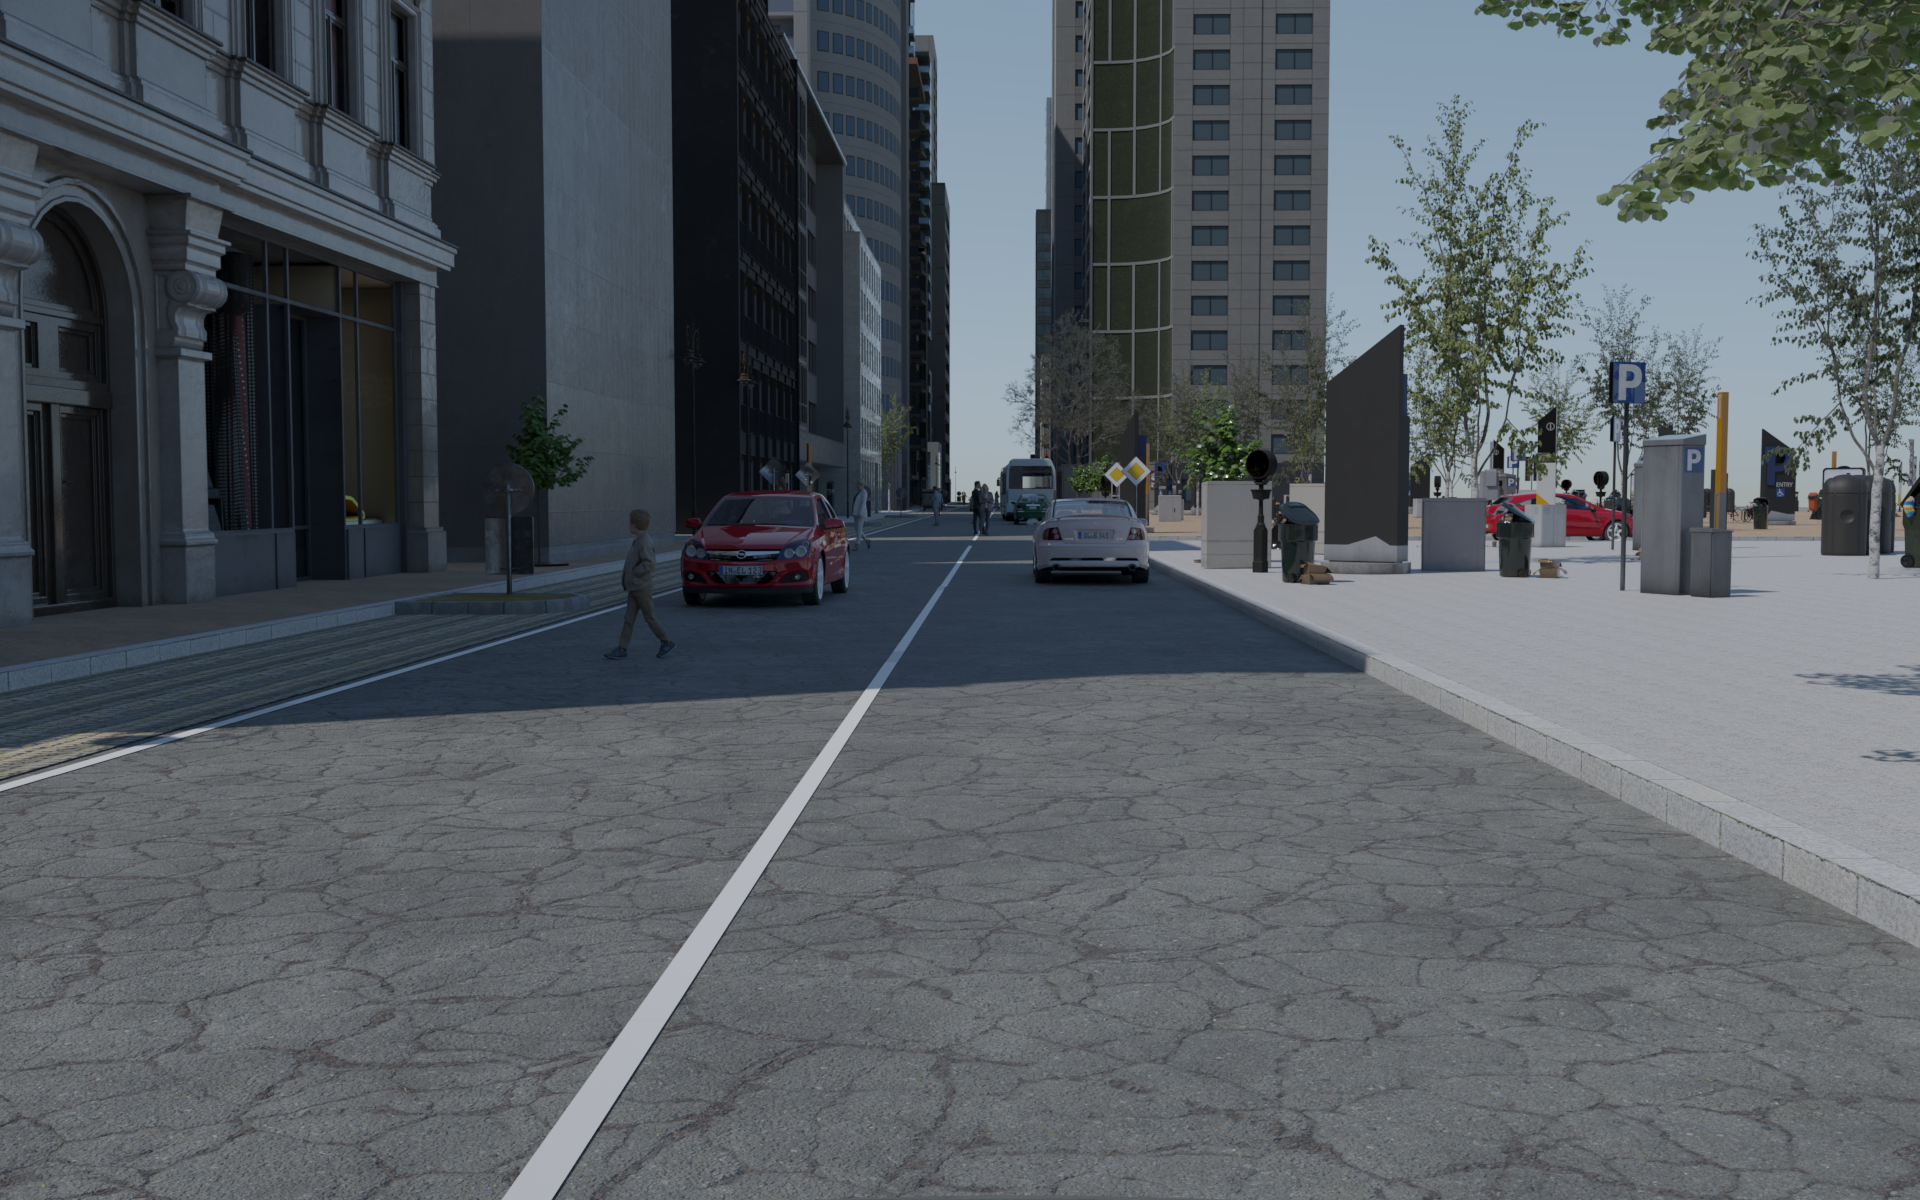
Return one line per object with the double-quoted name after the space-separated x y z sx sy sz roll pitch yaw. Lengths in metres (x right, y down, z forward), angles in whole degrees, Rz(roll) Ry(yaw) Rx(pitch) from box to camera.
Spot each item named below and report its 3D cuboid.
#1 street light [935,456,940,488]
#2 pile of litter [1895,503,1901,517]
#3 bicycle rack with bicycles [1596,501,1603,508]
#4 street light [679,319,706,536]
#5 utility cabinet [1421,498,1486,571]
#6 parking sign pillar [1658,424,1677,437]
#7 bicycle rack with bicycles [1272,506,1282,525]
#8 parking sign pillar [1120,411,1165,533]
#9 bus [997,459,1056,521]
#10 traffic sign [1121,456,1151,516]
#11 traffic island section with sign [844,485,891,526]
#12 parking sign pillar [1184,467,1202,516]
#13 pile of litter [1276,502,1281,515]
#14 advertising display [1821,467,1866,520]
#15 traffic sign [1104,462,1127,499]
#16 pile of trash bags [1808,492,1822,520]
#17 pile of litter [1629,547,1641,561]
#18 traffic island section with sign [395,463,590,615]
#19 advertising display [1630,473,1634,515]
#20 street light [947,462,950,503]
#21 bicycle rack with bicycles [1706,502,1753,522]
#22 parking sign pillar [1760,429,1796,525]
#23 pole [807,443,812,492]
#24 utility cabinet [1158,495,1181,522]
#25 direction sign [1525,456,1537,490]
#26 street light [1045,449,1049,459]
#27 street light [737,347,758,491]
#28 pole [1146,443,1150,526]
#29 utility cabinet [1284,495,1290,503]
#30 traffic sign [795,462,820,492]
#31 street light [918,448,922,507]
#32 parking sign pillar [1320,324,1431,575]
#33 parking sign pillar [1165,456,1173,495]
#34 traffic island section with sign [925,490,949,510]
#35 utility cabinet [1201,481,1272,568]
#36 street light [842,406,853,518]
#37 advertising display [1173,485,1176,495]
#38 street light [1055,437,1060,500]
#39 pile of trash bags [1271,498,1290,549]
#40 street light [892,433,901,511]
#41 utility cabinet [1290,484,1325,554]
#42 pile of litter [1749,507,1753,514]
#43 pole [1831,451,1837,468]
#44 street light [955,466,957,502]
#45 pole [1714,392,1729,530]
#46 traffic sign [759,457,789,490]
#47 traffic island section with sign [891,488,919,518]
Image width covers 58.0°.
-2.670 -14.780 214.445 0.468 5.910 1.993 0 4 1 "street light"
51.926 -5.066 96.792 1.176 0.858 1.719 0 4 -1 "pile of litter"
46.017 -6.883 125.925 2.852 0.926 2.925 2 4 26 "bicycle rack with bicycles"
-7.050 -4.467 45.815 0.468 5.910 1.993 0 4 1 "street light"
8.228 -1.085 28.895 1.020 1.237 0.306 1 4 12 "utility cabinet"
27.765 -4.866 68.025 1.447 3.967 1.447 0 4 0 "parking sign pillar"
12.244 -3.591 72.093 2.925 0.926 2.852 0 4 6 "bicycle rack with bicycles"
5.709 -4.202 57.179 1.447 3.967 1.447 -1 4 -16 "parking sign pillar"
3.643 -6.201 96.251 2.948 3.499 13.247 0 4 0 "bus"
4.695 -2.606 46.243 0.795 2.450 0.064 0 4 1 "traffic sign"
-4.222 -4.182 76.997 1.989 1.847 2.006 0 4 1 "traffic island section with sign"
14.203 -7.073 104.118 1.447 3.967 1.447 0 4 -1 "parking sign pillar"
16.734 -4.808 92.571 1.176 0.858 1.719 -1 4 -22 "pile of litter"
21.387 -2.247 41.948 0.123 1.923 0.974 -3 5 -40 "advertising display"
4.904 -3.094 54.226 0.795 2.450 0.064 0 4 1 "traffic sign"
43.500 -4.712 86.785 3.447 1.369 1.912 -3 4 -37 "pile of trash bags"
13.768 -1.218 33.885 1.719 0.858 1.176 -1 4 -21 "pile of litter"
-5.680 -0.781 21.396 1.989 1.847 2.006 0 4 1 "traffic island section with sign"
21.063 -2.951 53.462 0.123 1.923 0.974 -1 4 -19 "advertising display"
-1.669 -17.049 251.537 0.468 5.910 1.993 0 4 1 "street light"
36.214 -4.076 80.027 2.925 0.926 2.852 -2 4 -30 "bicycle rack with bicycles"
33.695 -5.067 71.320 1.447 3.967 1.447 0 4 -2 "parking sign pillar"
-6.077 -4.649 69.855 0.158 3.312 0.155 0 3 0 "pole"
9.644 -4.185 79.589 1.020 1.237 0.306 0 4 -3 "utility cabinet"
34.422 -6.868 104.284 0.876 3.537 0.379 -1 4 -9 "direction sign"
8.439 -11.984 168.730 0.468 5.910 1.993 0 4 1 "street light"
-6.706 -5.016 54.798 0.468 5.910 1.993 0 4 1 "street light"
7.528 -4.646 69.809 0.158 3.312 0.155 0 3 0 "pole"
21.621 -6.225 112.942 1.020 1.237 0.306 -2 4 -26 "utility cabinet"
-4.786 -3.110 54.499 0.795 2.450 0.064 0 4 1 "traffic sign"
-3.856 -11.969 168.479 0.468 5.910 1.993 0 4 1 "street light"
6.614 -2.426 28.140 1.447 3.967 1.447 3 5 39 "parking sign pillar"
12.424 -7.174 105.766 1.447 3.967 1.447 -2 4 -31 "parking sign pillar"
-2.214 -8.878 153.789 1.989 1.847 2.006 0 4 1 "traffic island section with sign"
4.757 -1.293 29.824 1.173 1.500 0.318 -1 4 -12 "utility cabinet"
-5.934 -7.261 91.497 0.468 5.910 1.993 0 4 1 "street light"
15.464 -7.380 125.871 0.123 1.923 0.974 3 4 37 "advertising display"
7.374 -9.734 131.930 0.468 5.910 1.993 0 4 1 "street light"
7.534 -1.843 39.888 3.447 1.369 1.912 0 4 3 "pile of trash bags"
-4.736 -9.700 131.389 0.468 5.910 1.993 0 4 1 "street light"
7.551 -1.723 36.849 0.318 1.500 1.173 -3 4 -36 "utility cabinet"
48.580 -5.583 105.239 1.719 0.858 1.176 -1 4 -17 "pile of litter"
41.626 -5.425 82.544 0.158 3.312 0.155 0 3 0 "pole"
-0.731 -19.293 288.231 0.468 5.910 1.993 0 4 1 "street light"
15.233 -2.497 34.663 0.158 3.312 0.155 0 3 0 "pole"
-4.995 -2.622 46.516 0.795 2.450 0.064 0 4 1 "traffic sign"
-3.501 -5.858 104.404 1.989 1.847 2.006 0 4 1 "traffic island section with sign"
